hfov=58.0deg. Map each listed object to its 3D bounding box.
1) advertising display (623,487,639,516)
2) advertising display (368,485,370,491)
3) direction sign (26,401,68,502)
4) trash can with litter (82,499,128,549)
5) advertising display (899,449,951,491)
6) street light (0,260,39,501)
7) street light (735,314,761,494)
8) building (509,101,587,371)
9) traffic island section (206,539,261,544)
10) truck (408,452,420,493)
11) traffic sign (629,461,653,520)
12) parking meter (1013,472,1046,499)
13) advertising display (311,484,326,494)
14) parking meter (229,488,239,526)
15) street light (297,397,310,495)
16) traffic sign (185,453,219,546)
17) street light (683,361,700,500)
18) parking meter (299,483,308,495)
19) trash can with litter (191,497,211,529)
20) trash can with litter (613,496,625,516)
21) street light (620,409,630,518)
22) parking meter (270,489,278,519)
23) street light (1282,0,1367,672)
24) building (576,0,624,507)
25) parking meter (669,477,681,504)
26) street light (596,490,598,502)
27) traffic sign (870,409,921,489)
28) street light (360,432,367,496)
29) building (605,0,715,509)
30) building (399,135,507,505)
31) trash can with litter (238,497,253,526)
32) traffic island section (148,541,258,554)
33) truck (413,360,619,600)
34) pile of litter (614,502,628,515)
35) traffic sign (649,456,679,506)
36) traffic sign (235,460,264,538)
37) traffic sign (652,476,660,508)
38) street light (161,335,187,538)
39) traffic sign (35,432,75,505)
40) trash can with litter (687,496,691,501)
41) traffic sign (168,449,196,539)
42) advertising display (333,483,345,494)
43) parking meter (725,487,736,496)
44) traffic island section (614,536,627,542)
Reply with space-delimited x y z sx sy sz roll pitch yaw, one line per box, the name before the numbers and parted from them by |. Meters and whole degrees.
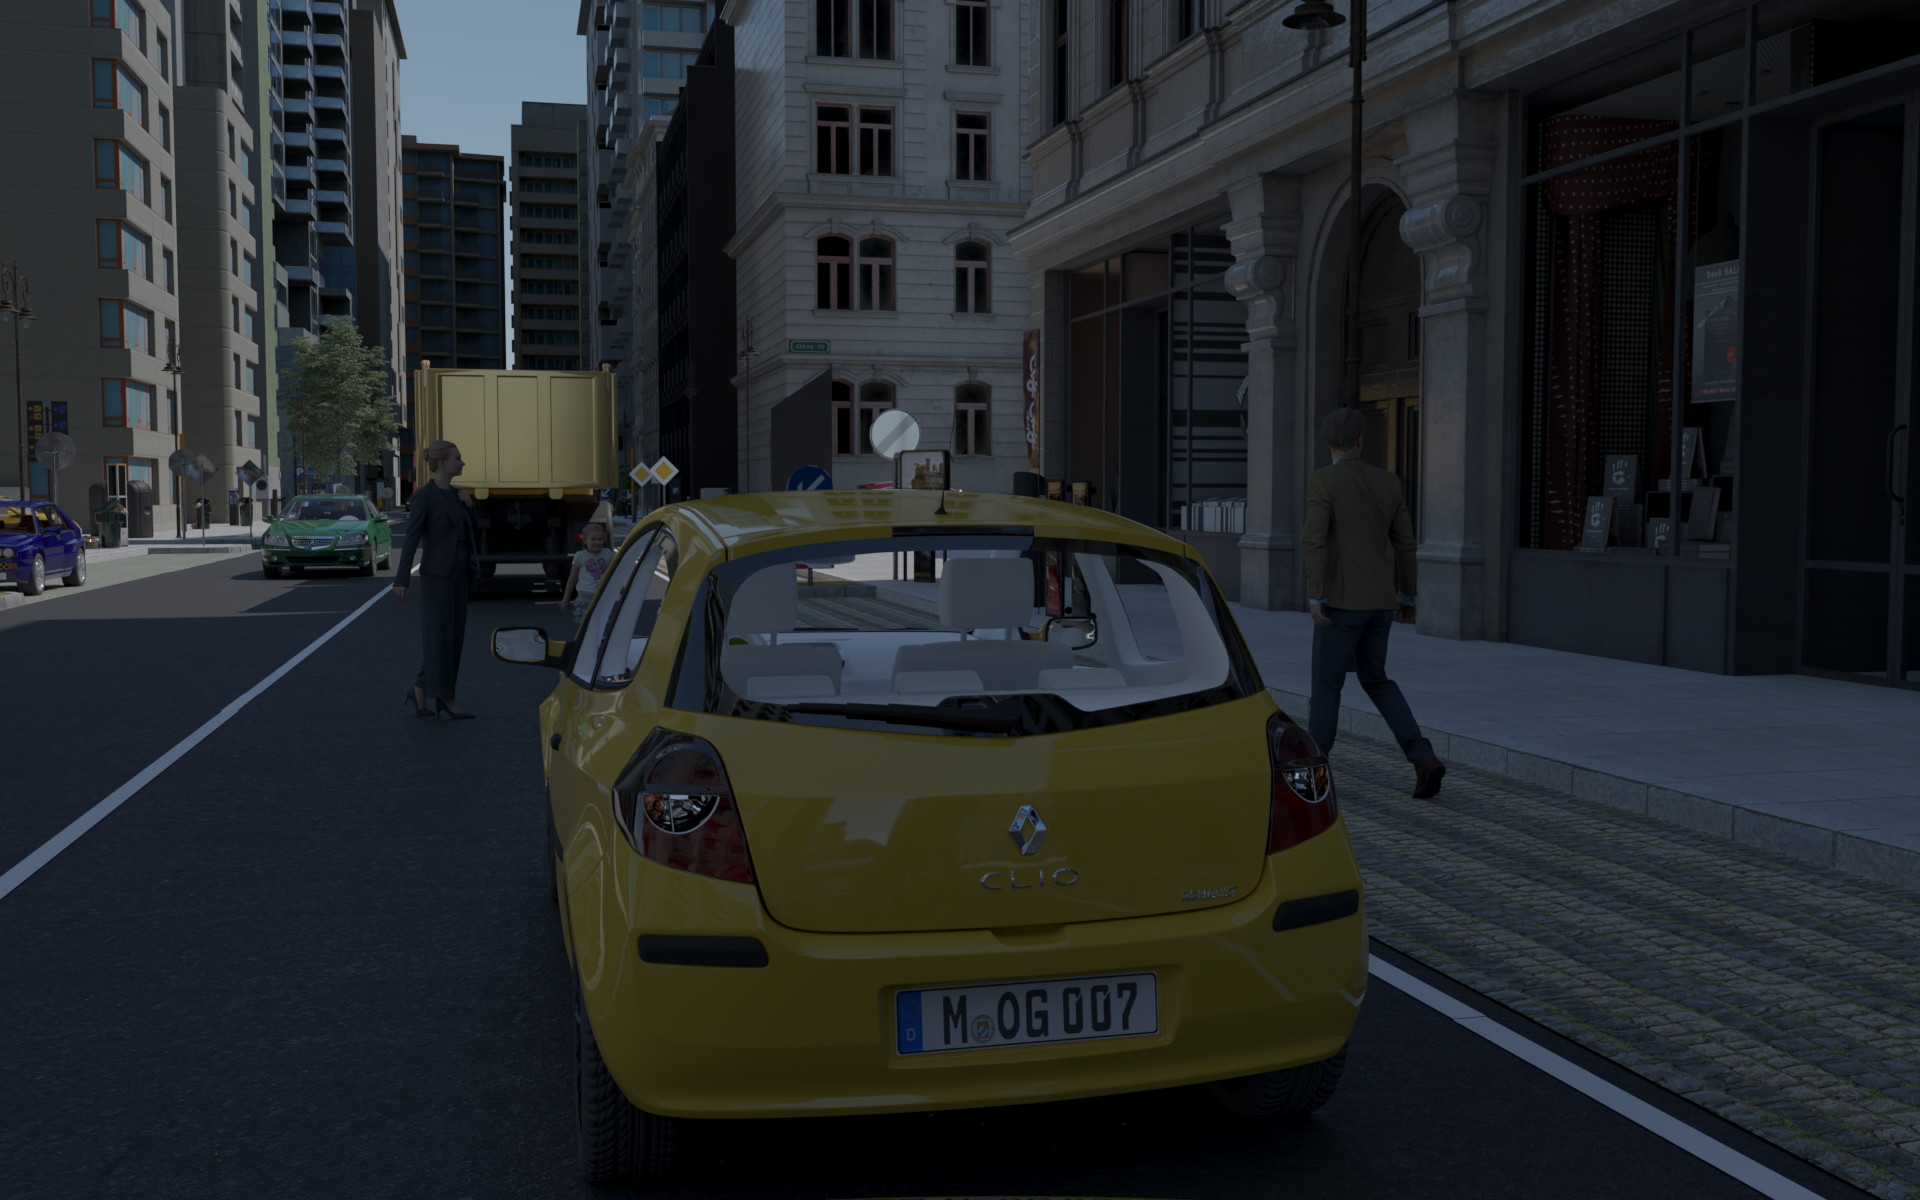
advertising display | -19.647 -6.003 103.365 0.974 1.923 0.123 1 4 19
advertising display | -41.505 -7.123 121.676 0.123 1.923 0.974 -1 4 -17
direction sign | -22.189 -3.070 42.191 0.876 3.537 0.379 -2 4 -25
trash can with litter | -20.114 -1.785 40.580 0.624 1.170 1.055 2 4 28
advertising display | -0.513 -1.216 25.095 0.123 1.923 0.974 -3 5 -44
street light | -18.657 -3.766 34.366 0.468 5.910 1.993 -1 4 -14
street light | -5.465 -4.399 44.717 0.468 5.910 1.993 -1 4 -14
building | -45.661 -36.420 219.167 21.600 48.544 21.300 -1 4 -14
traffic island section | -20.680 -1.724 50.472 2.009 0.180 2.903 -1 4 -14
truck | -29.686 -6.719 98.763 2.839 4.237 11.283 -1 4 -14
traffic sign | -9.766 -3.031 53.199 0.795 2.450 0.064 -1 4 -14
parking meter | 0.789 -0.691 19.708 0.372 1.533 0.369 0 3 0
advertising display | -42.103 -6.636 113.716 0.123 1.923 0.974 3 4 37
parking meter | -29.370 -3.771 70.062 0.372 1.533 0.369 0 3 0
street light | -31.234 -6.706 82.430 0.468 5.910 1.993 -1 4 -14
traffic sign | -18.661 -2.388 42.684 0.795 2.450 0.064 -1 4 -14
street light | -9.307 -5.340 60.096 0.468 5.910 1.993 -1 4 -14
parking meter | -33.741 -5.098 89.062 0.255 1.863 0.399 2 4 26
trash can with litter | -27.732 -3.162 63.093 1.055 1.170 0.624 3 5 42
trash can with litter | -19.725 -5.398 99.652 1.055 1.170 0.624 -1 4 -19
street light | -17.884 -7.327 92.578 0.468 5.910 1.993 -1 4 -14
parking meter | -35.848 -5.020 90.486 0.372 1.533 0.369 0 3 0
street light | 2.821 -2.421 12.368 0.468 5.910 1.993 -1 4 -14
building | -23.163 -35.801 174.578 28.713 52.752 27.495 -1 4 -14
parking meter | -9.891 -3.327 60.104 0.399 1.863 0.255 -1 4 -13
street light | -26.297 -9.328 125.304 0.468 5.910 1.993 -1 4 -14
traffic sign | -0.966 -1.579 25.918 0.768 2.556 0.104 0 4 -7
street light | -39.525 -8.697 114.989 0.468 5.910 1.993 -1 4 -14
building | -18.038 -32.204 146.143 23.786 49.044 30.456 -1 4 -14
building | -70.480 -34.166 213.231 28.867 44.769 22.147 -1 4 -14
trash can with litter | -28.547 -3.527 69.056 0.624 1.170 1.055 -2 4 -32
traffic island section | -18.682 -1.251 42.740 2.009 0.180 2.903 -1 4 -14
truck | -6.928 -1.908 27.115 3.469 3.379 9.791 -1 4 -14
pile of litter | -20.622 -5.564 104.930 1.719 0.858 1.176 1 4 18
traffic sign | -7.768 -2.558 45.467 0.795 2.450 0.064 -1 4 -14
traffic sign | -20.659 -2.861 50.416 0.795 2.450 0.064 -1 4 -14
traffic sign | -11.948 -4.079 68.821 0.606 2.300 0.079 -1 4 -13
street light | -22.819 -4.748 50.417 0.468 5.910 1.993 -1 4 -14
traffic sign | -18.601 -2.173 35.634 0.768 2.556 0.104 -1 4 -13
trash can with litter | -10.941 -3.587 69.698 1.678 1.210 2.233 -1 4 -12
traffic sign | -22.124 -3.010 49.313 0.768 2.556 0.104 -1 4 -9
advertising display | -35.485 -5.734 98.961 0.974 1.923 0.123 2 4 35
parking meter | -7.883 -3.118 59.398 0.372 1.533 0.369 0 3 0
traffic island section | -9.745 -1.896 53.282 2.009 0.180 2.903 -1 4 -14
